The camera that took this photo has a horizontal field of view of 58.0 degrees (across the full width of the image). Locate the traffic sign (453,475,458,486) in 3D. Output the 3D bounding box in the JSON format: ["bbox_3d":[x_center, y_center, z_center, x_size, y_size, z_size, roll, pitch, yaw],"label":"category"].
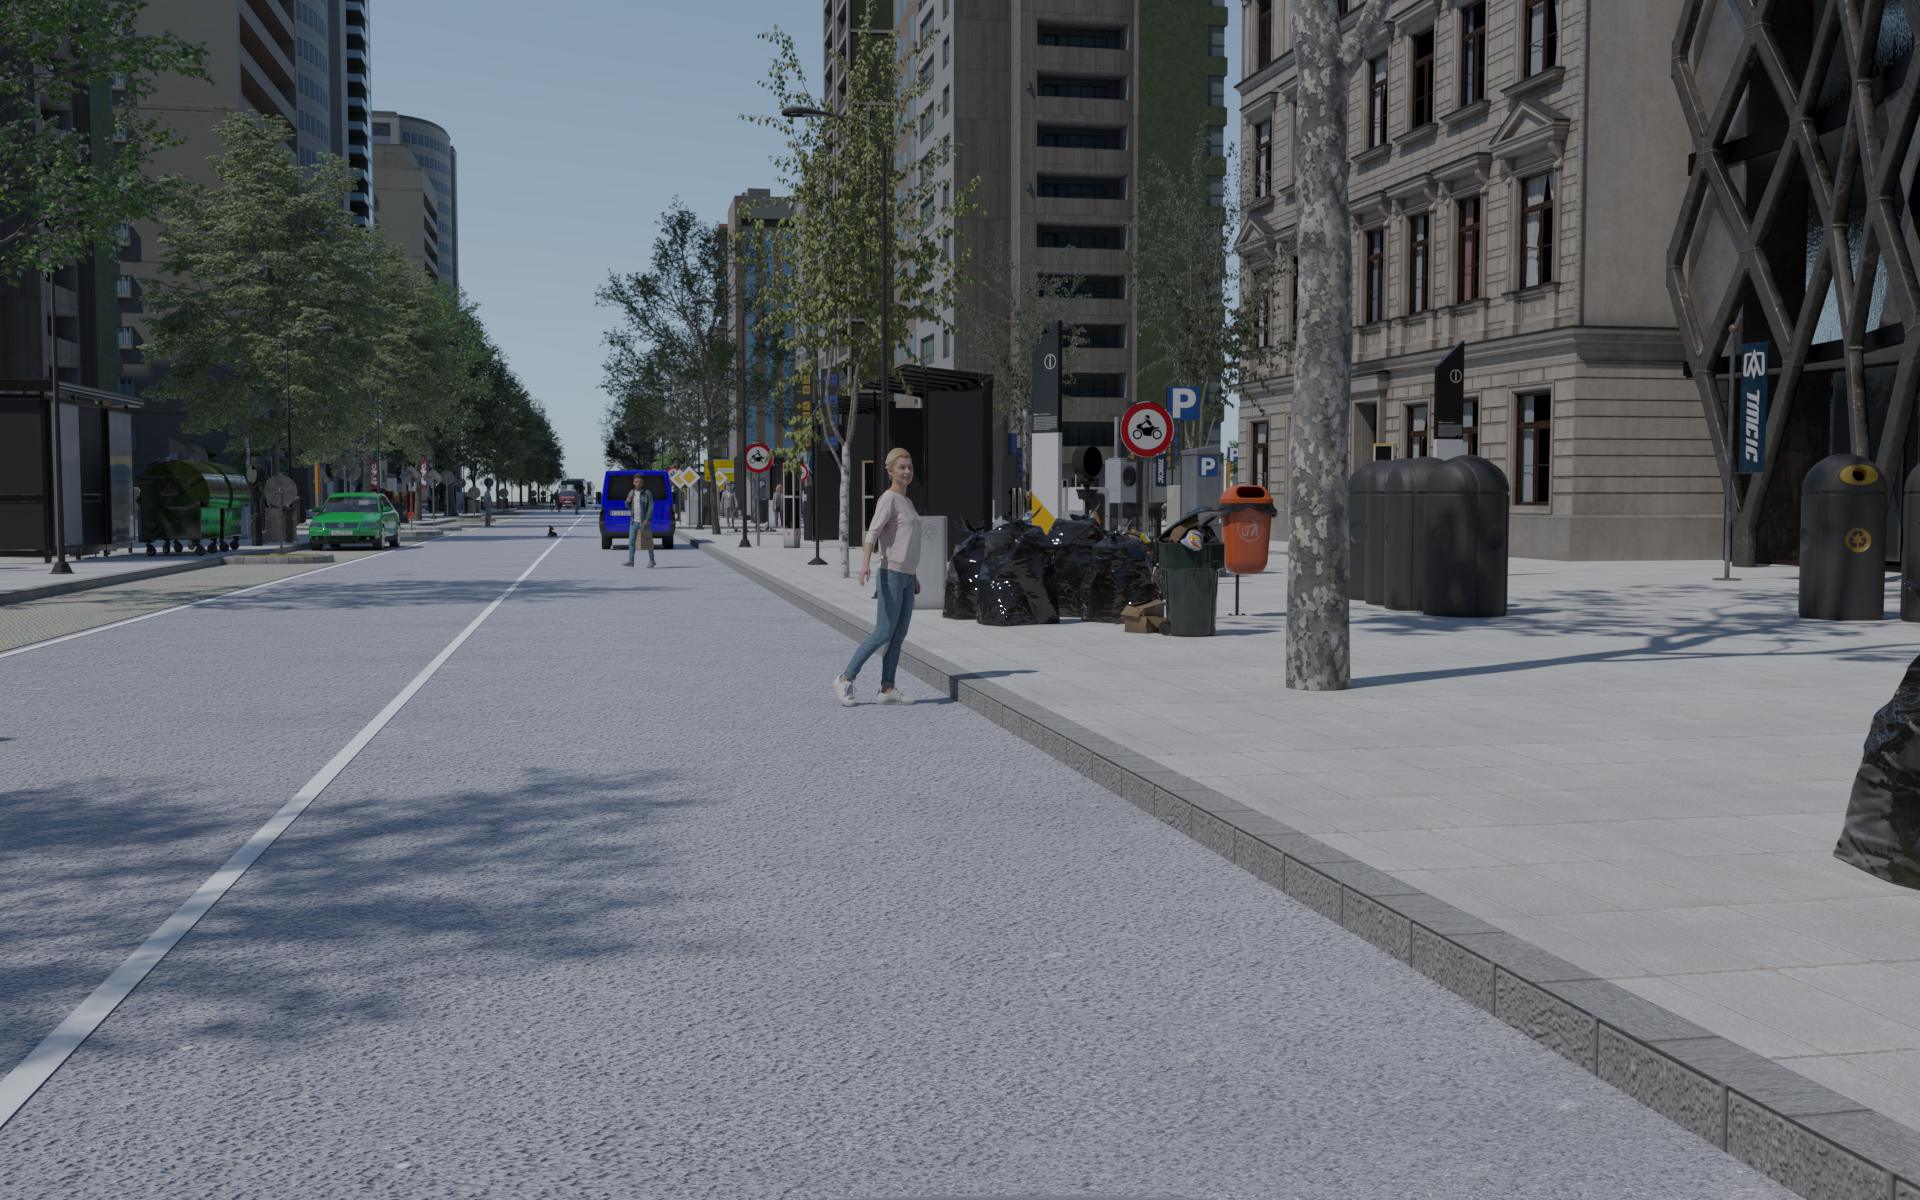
[{"bbox_3d":[-33.843,-7.054,115.443,0.768,2.556,0.104,-1,4,-10],"label":"traffic sign"}]

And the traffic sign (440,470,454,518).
[{"bbox_3d":[-27.574,-5.688,93.097,0.768,2.556,0.104,-1,4,-10],"label":"traffic sign"}]

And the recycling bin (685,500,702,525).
[{"bbox_3d":[-11.047,-3.651,72.242,0.722,1.027,0.722,-1,4,-17],"label":"recycling bin"}]

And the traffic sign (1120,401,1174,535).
[{"bbox_3d":[2.561,-1.454,23.874,0.768,2.556,0.104,-1,4,-11],"label":"traffic sign"}]

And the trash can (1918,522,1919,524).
[{"bbox_3d":[5.321,0.170,8.881,0.748,1.137,0.748,0,3,0],"label":"trash can"}]

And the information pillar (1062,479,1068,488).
[{"bbox_3d":[5.218,-5.053,87.107,0.304,2.012,0.304,-1,4,-19],"label":"information pillar"}]

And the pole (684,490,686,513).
[{"bbox_3d":[-19.045,-7.733,120.285,0.158,3.312,0.155,0,3,0],"label":"pole"}]

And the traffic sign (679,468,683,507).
[{"bbox_3d":[-13.842,-5.209,85.269,0.768,2.556,0.104,0,4,-4],"label":"traffic sign"}]

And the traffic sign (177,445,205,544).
[{"bbox_3d":[-19.773,-2.724,44.644,0.768,2.556,0.104,-1,4,-9],"label":"traffic sign"}]

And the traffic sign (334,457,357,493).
[{"bbox_3d":[-21.121,-3.635,59.538,0.768,2.556,0.104,0,4,-4],"label":"traffic sign"}]

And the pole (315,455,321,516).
[{"bbox_3d":[-29.725,-5.279,80.148,0.158,3.312,0.155,0,3,0],"label":"pole"}]

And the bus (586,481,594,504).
[{"bbox_3d":[-53.374,-15.322,245.369,2.948,3.499,13.247,-1,4,-10],"label":"bus"}]

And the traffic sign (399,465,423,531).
[{"bbox_3d":[-19.036,-3.452,60.090,0.795,2.450,0.064,-1,4,-12],"label":"traffic sign"}]

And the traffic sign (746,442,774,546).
[{"bbox_3d":[-4.984,-2.609,42.766,0.768,2.556,0.104,-1,4,-11],"label":"traffic sign"}]

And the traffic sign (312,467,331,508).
[{"bbox_3d":[-30.567,-5.074,82.962,0.884,2.594,0.081,0,4,-4],"label":"traffic sign"}]

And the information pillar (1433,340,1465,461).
[{"bbox_3d":[7.425,-2.138,26.313,0.504,3.616,0.183,-1,4,-19],"label":"information pillar"}]

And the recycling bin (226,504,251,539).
[{"bbox_3d":[-20.726,-2.263,49.555,0.722,1.027,0.722,-1,4,-14],"label":"recycling bin"}]

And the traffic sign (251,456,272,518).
[{"bbox_3d":[-18.913,-2.734,46.828,0.606,2.300,0.079,0,4,-3],"label":"traffic sign"}]

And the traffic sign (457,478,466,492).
[{"bbox_3d":[-40.487,-8.597,140.668,0.768,2.556,0.104,0,4,-4],"label":"traffic sign"}]

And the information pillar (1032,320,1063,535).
[{"bbox_3d":[1.193,-1.967,23.522,0.504,3.616,0.183,3,5,44],"label":"information pillar"}]

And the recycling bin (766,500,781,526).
[{"bbox_3d":[-7.460,-3.556,70.693,0.722,1.027,0.722,1,4,17],"label":"recycling bin"}]

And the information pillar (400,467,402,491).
[{"bbox_3d":[-42.969,-8.646,132.720,0.504,3.616,0.183,1,4,15],"label":"information pillar"}]

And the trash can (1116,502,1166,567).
[{"bbox_3d":[3.258,-1.159,30.606,0.748,1.137,0.748,0,3,0],"label":"trash can"}]

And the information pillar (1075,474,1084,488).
[{"bbox_3d":[3.773,-3.002,53.577,0.304,2.012,0.304,-3,5,-44],"label":"information pillar"}]

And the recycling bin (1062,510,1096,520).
[{"bbox_3d":[1.683,-0.874,26.838,0.722,1.027,0.722,0,4,-7],"label":"recycling bin"}]

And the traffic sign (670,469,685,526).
[{"bbox_3d":[-11.286,-4.047,69.803,0.795,2.450,0.064,-1,4,-12],"label":"traffic sign"}]

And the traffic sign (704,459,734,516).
[{"bbox_3d":[-13.830,-6.572,101.317,2.265,3.308,0.079,0,4,-3],"label":"traffic sign"}]

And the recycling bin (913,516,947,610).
[{"bbox_3d":[-0.524,-0.426,19.515,0.722,1.027,0.722,0,4,-4],"label":"recycling bin"}]

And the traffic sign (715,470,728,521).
[{"bbox_3d":[-11.589,-5.028,83.397,0.795,2.450,0.064,-1,4,-8],"label":"traffic sign"}]

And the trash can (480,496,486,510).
[{"bbox_3d":[-37.344,-7.609,136.063,0.748,1.137,0.748,0,3,0],"label":"trash can"}]

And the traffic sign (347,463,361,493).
[{"bbox_3d":[-23.909,-4.153,68.002,0.768,2.556,0.104,0,4,-6],"label":"traffic sign"}]

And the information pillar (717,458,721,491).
[{"bbox_3d":[-15.805,-7.352,111.552,0.504,3.616,0.183,1,4,11],"label":"information pillar"}]

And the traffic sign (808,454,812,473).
[{"bbox_3d":[-4.063,-3.094,50.690,0.768,2.556,0.104,0,4,-5],"label":"traffic sign"}]

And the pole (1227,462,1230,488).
[{"bbox_3d":[12.909,-5.467,83.229,0.158,3.312,0.155,0,3,0],"label":"pole"}]

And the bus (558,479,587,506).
[{"bbox_3d":[-44.565,-12.544,199.958,2.948,3.499,13.247,-1,4,-10],"label":"bus"}]

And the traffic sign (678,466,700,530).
[{"bbox_3d":[-9.682,-3.568,61.981,0.795,2.450,0.064,-1,4,-12],"label":"traffic sign"}]

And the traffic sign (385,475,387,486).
[{"bbox_3d":[-30.556,-5.560,93.041,0.606,2.300,0.079,-1,4,-9],"label":"traffic sign"}]

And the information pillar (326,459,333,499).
[{"bbox_3d":[-40.550,-7.347,111.478,0.183,3.616,0.504,2,4,28],"label":"information pillar"}]

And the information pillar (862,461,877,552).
[{"bbox_3d":[-2.011,-2.077,38.454,0.304,2.012,0.304,0,4,-7],"label":"information pillar"}]

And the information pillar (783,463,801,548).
[{"bbox_3d":[-3.999,-2.243,41.161,0.304,2.012,0.304,2,4,24],"label":"information pillar"}]

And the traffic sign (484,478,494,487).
[{"bbox_3d":[-36.771,-8.263,135.199,0.768,2.556,0.104,-1,4,-9],"label":"traffic sign"}]

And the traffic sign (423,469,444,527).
[{"bbox_3d":[-20.641,-3.931,67.912,0.795,2.450,0.064,-1,4,-12],"label":"traffic sign"}]

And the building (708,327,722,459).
[{"bbox_3d":[-36.264,-32.135,297.105,14.160,30.474,14.107,-1,4,-12],"label":"building"}]

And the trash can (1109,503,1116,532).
[{"bbox_3d":[4.734,-2.576,53.764,0.748,1.137,0.748,0,3,0],"label":"trash can"}]

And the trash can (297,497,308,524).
[{"bbox_3d":[-28.609,-3.869,74.912,0.748,1.137,0.748,0,3,0],"label":"trash can"}]

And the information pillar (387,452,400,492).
[{"bbox_3d":[-29.485,-6.026,89.874,0.504,3.616,0.183,1,4,8],"label":"information pillar"}]

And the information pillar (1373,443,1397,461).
[{"bbox_3d":[6.196,-1.272,25.297,0.304,2.012,0.304,1,4,23],"label":"information pillar"}]

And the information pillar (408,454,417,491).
[{"bbox_3d":[-28.153,-5.983,89.169,0.504,3.616,0.183,-1,4,-21],"label":"information pillar"}]

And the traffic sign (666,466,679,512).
[{"bbox_3d":[-13.222,-4.889,80.048,0.768,2.556,0.104,0,4,-2],"label":"traffic sign"}]

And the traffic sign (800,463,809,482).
[{"bbox_3d":[-6.619,-4.363,71.449,0.768,2.556,0.104,0,4,-3],"label":"traffic sign"}]
